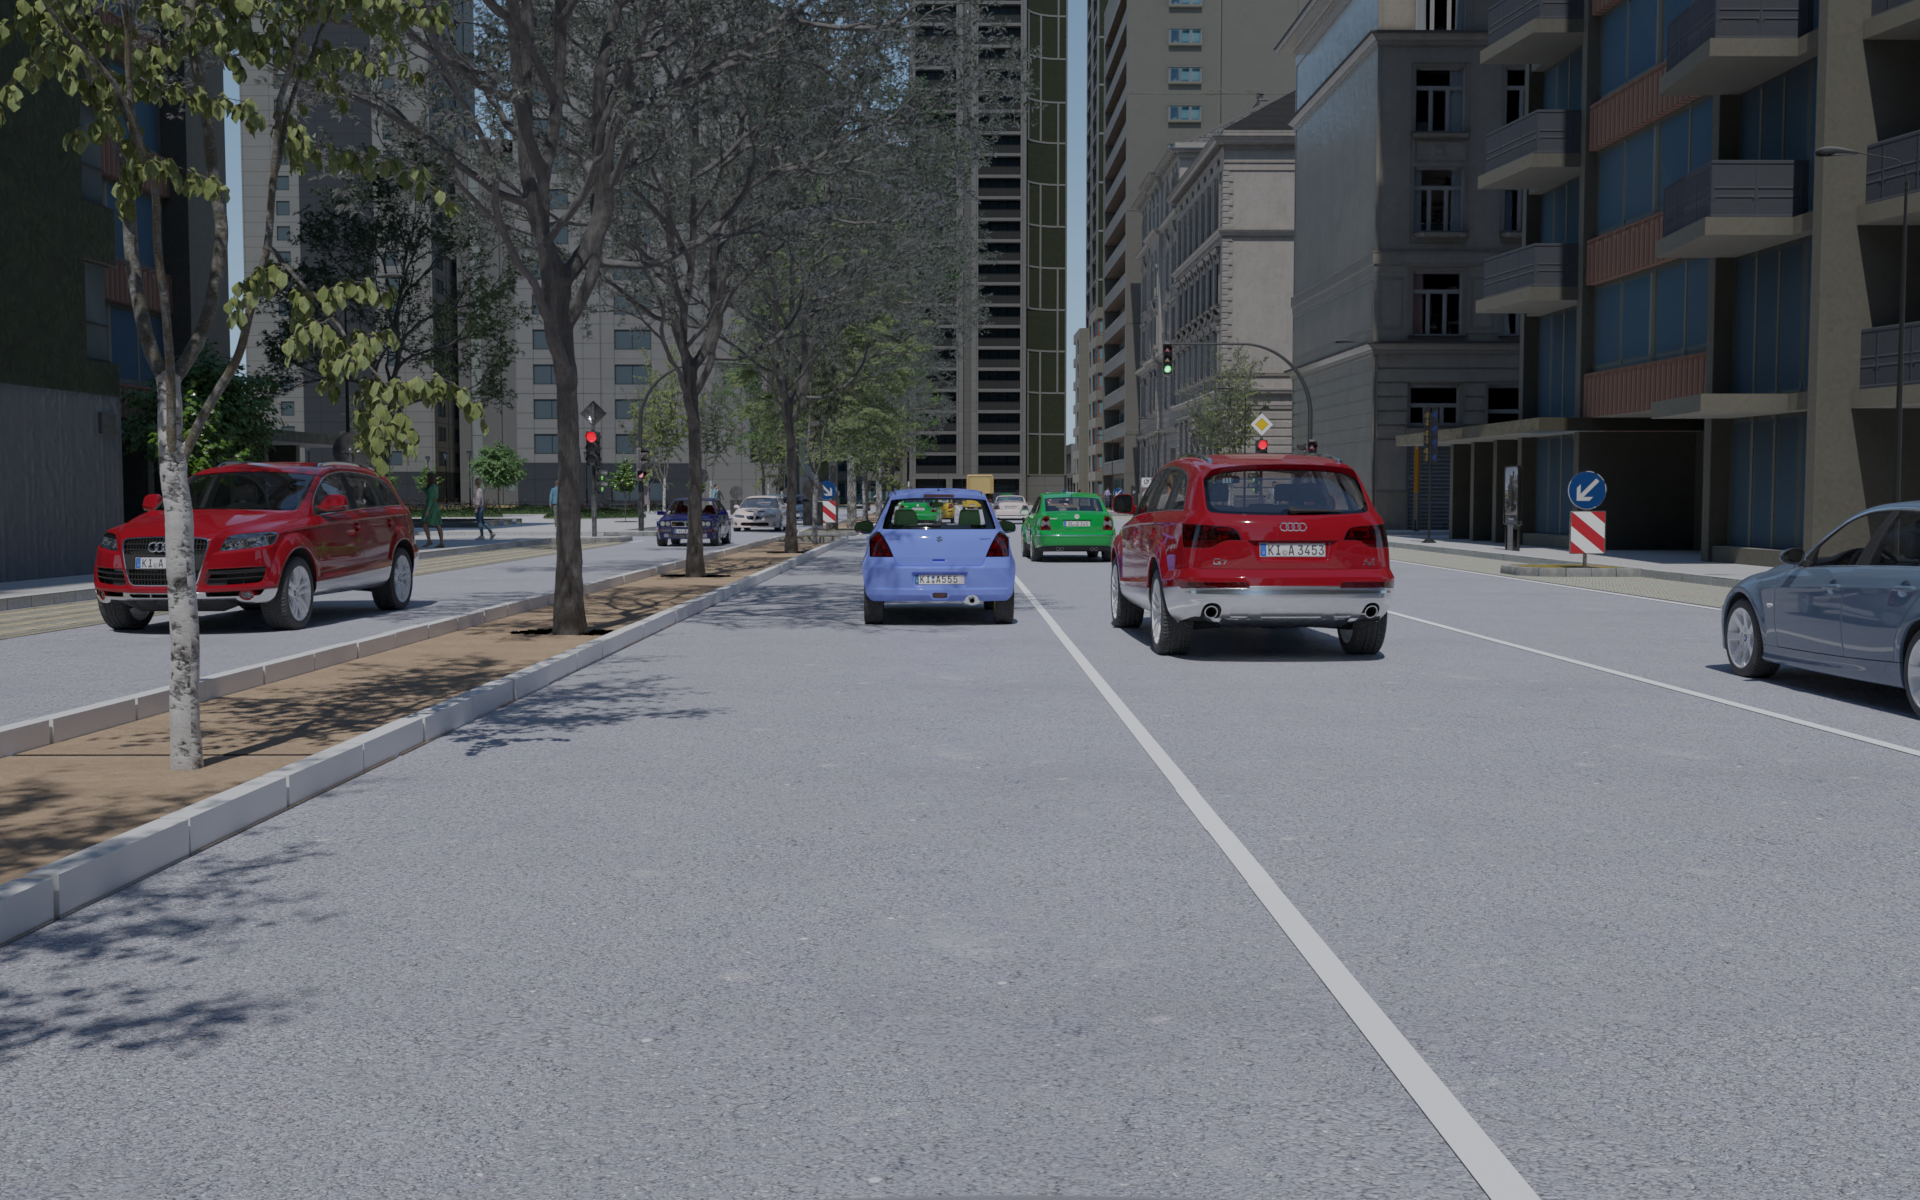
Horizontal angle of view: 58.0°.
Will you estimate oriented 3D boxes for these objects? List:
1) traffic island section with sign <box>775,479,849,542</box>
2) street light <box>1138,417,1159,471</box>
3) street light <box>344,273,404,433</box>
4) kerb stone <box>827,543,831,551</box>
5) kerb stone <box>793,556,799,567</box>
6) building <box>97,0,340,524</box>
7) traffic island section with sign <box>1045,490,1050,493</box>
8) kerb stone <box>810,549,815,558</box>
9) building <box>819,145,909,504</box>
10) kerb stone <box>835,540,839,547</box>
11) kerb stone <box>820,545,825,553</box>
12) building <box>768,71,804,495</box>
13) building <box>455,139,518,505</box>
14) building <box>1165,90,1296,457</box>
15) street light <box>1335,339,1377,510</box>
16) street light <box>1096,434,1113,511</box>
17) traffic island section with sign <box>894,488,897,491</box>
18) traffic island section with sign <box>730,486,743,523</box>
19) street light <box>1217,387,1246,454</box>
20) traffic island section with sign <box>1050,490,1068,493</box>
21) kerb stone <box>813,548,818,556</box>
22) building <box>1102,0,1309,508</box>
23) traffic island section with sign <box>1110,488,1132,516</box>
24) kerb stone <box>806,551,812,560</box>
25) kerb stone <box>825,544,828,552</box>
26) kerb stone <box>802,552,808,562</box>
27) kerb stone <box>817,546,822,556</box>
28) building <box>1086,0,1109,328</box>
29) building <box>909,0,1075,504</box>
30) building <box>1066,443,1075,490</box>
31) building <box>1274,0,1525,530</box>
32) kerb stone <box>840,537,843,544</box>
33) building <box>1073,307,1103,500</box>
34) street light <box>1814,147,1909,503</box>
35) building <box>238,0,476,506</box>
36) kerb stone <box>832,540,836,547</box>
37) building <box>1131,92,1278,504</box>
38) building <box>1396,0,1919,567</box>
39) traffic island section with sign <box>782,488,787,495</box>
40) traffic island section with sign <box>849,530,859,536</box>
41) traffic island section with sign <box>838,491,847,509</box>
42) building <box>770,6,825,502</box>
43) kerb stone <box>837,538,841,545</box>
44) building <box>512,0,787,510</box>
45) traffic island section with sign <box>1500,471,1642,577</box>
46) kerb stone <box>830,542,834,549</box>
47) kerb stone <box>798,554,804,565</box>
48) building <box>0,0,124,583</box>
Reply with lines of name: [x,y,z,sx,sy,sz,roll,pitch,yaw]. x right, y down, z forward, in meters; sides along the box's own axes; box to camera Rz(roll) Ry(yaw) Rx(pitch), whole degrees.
traffic island section with sign: [-4.497,-2.705,52.366,2.006,1.907,1.989,0,4,0]
street light: [11.485,-8.093,104.855,1.470,5.913,1.316,0,4,0]
street light: [-12.388,-3.915,36.559,1.470,5.913,1.316,0,4,0]
kerb stone: [-3.383,-1.285,43.200,0.120,0.150,1.000,0,4,0]
kerb stone: [-3.308,-0.721,33.982,0.120,0.150,1.000,0,4,0]
building: [-32.608,-23.637,41.093,28.867,44.769,22.147,0,4,0]
traffic island section with sign: [9.500,-11.049,189.283,1.989,1.847,2.006,0,4,0]
kerb stone: [-3.344,-0.968,38.083,0.120,0.150,1.000,0,4,0]
building: [-17.346,-37.036,229.241,21.600,48.544,21.300,0,4,0]
kerb stone: [-3.405,-1.470,46.280,0.120,0.150,1.000,0,4,0]
kerb stone: [-3.367,-1.159,41.149,0.120,0.150,1.000,0,4,0]
building: [-22.310,-29.271,162.182,14.154,41.232,14.086,0,4,0]
building: [-49.925,-31.734,202.440,14.086,41.232,14.154,0,4,0]
building: [18.693,-16.670,101.437,11.050,23.489,19.941,0,4,0]
street light: [11.943,-4.867,52.124,1.470,5.913,1.316,0,4,0]
street light: [11.296,-9.916,134.660,1.470,5.913,1.316,0,4,0]
traffic island section with sign: [-5.121,-7.754,134.910,2.006,1.907,1.989,0,4,0]
traffic island section with sign: [-10.935,-4.662,84.853,1.989,1.847,2.006,0,4,0]
street light: [11.814,-6.274,75.120,1.470,5.913,1.316,0,4,0]
traffic island section with sign: [9.703,-9.379,161.977,1.989,1.847,2.006,0,4,0]
kerb stone: [-3.353,-1.033,39.105,0.120,0.150,1.000,0,4,0]
building: [23.888,-32.121,148.884,21.300,48.544,21.600,0,4,0]
traffic island section with sign: [10.080,-6.338,112.252,1.989,1.847,2.006,0,4,0]
kerb stone: [-3.329,-0.909,37.061,0.120,0.150,1.000,0,4,0]
kerb stone: [-3.383,-1.222,42.177,0.120,0.150,1.000,0,4,0]
kerb stone: [-3.325,-0.846,36.033,0.120,0.150,1.000,0,4,0]
kerb stone: [-3.358,-1.097,40.127,0.120,0.150,1.000,0,4,0]
building: [23.301,-46.522,198.884,20.563,71.187,20.611,0,4,0]
building: [3.762,-48.320,228.281,20.611,71.187,20.563,0,4,0]
building: [29.557,-56.056,229.184,31.000,86.520,22.319,0,4,0]
building: [28.801,-14.379,68.375,30.059,22.955,16.112,0,4,0]
kerb stone: [-3.422,-1.599,48.347,0.120,0.150,1.000,0,4,0]
building: [26.300,-20.177,174.930,27.650,21.520,28.899,0,4,0]
street light: [12.127,-3.107,23.335,1.470,5.913,1.316,0,4,0]
building: [-67.735,-46.468,197.998,20.611,71.187,20.563,0,4,0]
kerb stone: [-3.398,-1.411,45.258,0.120,0.150,1.000,0,4,0]
building: [20.228,-20.559,123.531,14.401,28.519,23.554,0,4,0]
building: [23.738,-23.318,35.867,22.147,44.769,28.867,0,4,0]
traffic island section with sign: [-11.141,-6.334,112.184,1.989,1.847,2.006,0,4,0]
traffic island section with sign: [-4.543,-3.158,59.773,2.006,1.907,1.989,0,4,0]
traffic island section with sign: [-11.513,-9.385,162.073,1.989,1.847,2.006,0,4,0]
building: [-29.071,-37.066,195.271,27.495,52.752,28.713,0,4,0]
kerb stone: [-3.407,-1.535,47.312,0.120,0.150,1.000,0,4,0]
building: [-24.521,-43.161,143.935,20.563,71.187,20.611,0,4,0]
traffic island section with sign: [10.704,-1.347,30.645,1.989,1.847,2.006,0,4,0]
kerb stone: [-3.382,-1.348,44.228,0.120,0.150,1.000,0,4,0]
kerb stone: [-3.314,-0.784,35.008,0.120,0.150,1.000,0,4,0]
building: [-20.865,-15.248,21.008,14.160,30.474,14.107,0,4,0]
